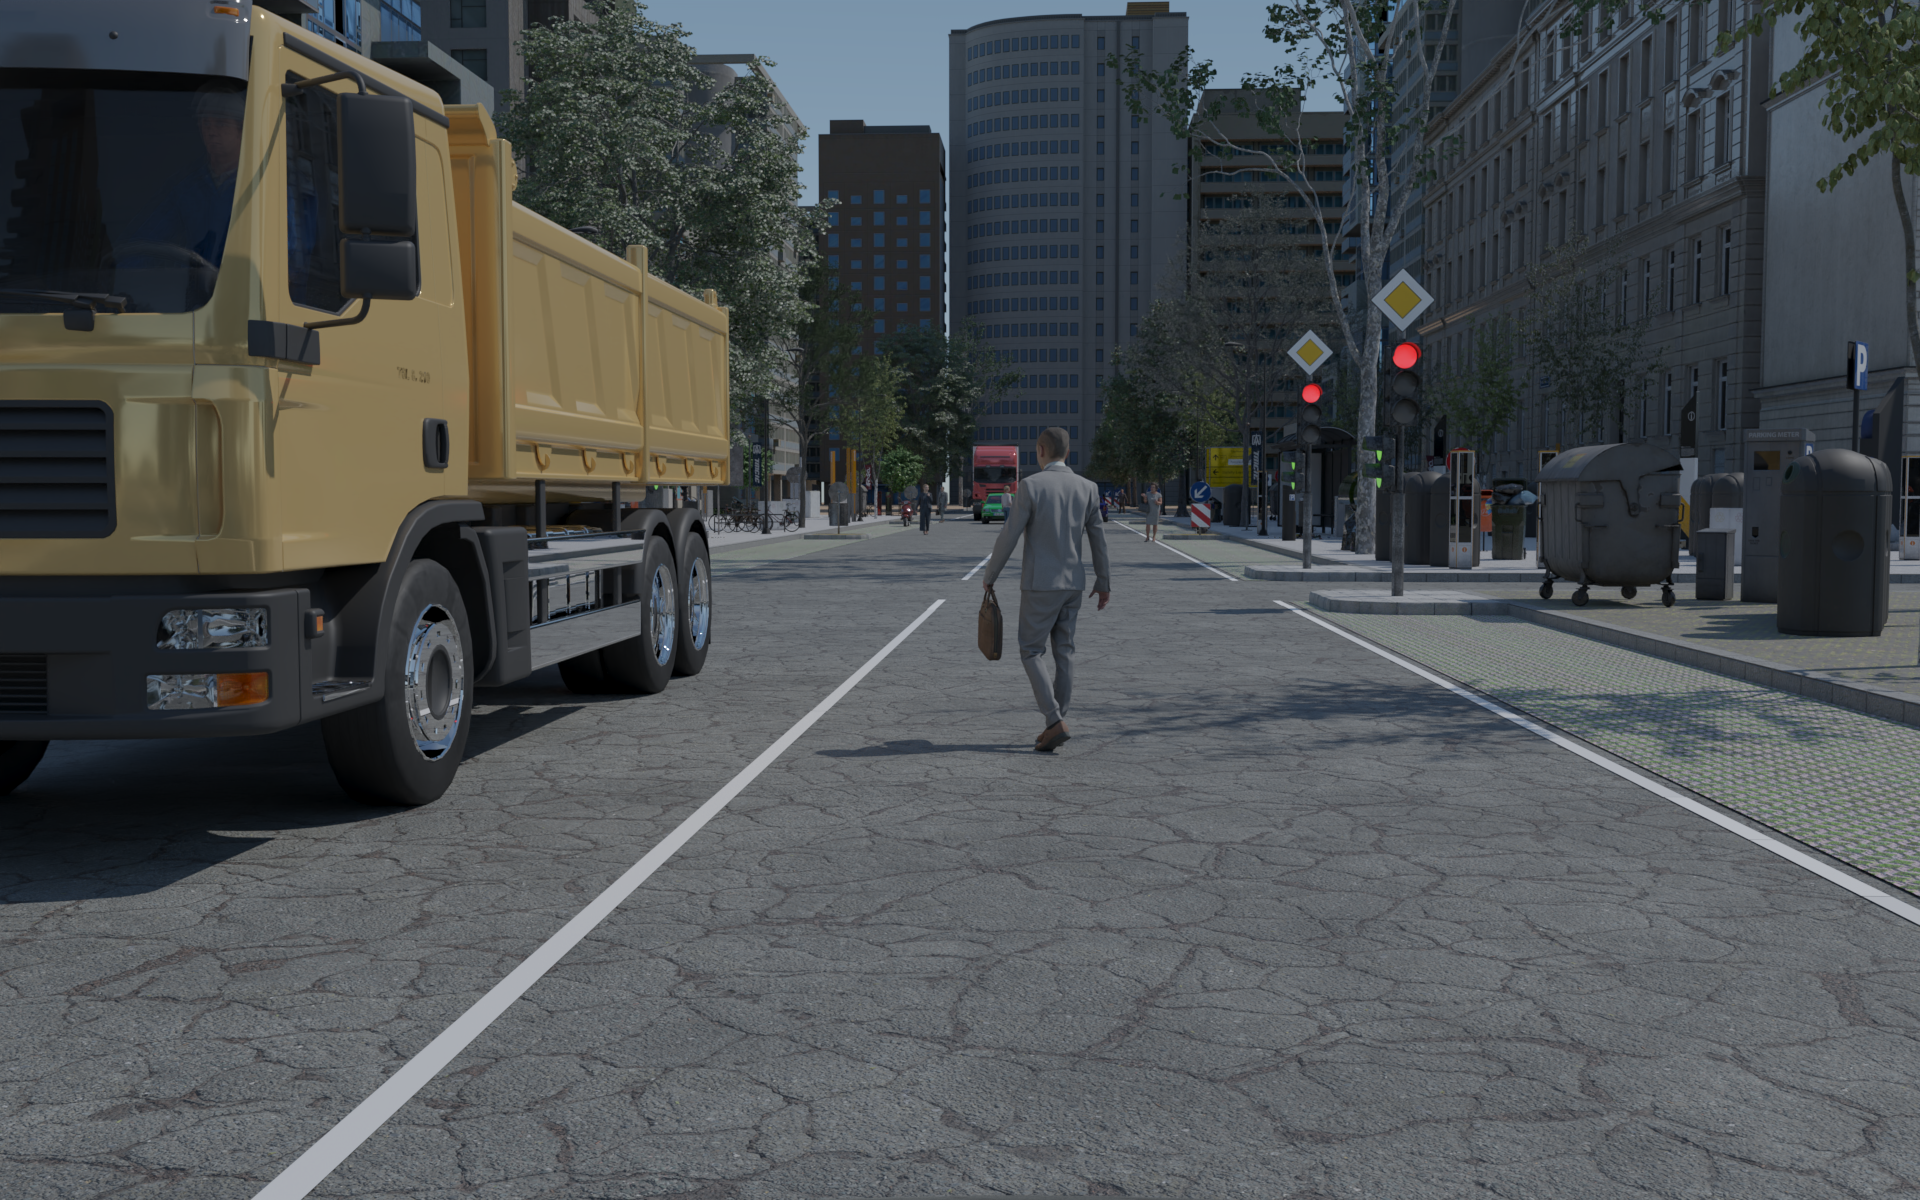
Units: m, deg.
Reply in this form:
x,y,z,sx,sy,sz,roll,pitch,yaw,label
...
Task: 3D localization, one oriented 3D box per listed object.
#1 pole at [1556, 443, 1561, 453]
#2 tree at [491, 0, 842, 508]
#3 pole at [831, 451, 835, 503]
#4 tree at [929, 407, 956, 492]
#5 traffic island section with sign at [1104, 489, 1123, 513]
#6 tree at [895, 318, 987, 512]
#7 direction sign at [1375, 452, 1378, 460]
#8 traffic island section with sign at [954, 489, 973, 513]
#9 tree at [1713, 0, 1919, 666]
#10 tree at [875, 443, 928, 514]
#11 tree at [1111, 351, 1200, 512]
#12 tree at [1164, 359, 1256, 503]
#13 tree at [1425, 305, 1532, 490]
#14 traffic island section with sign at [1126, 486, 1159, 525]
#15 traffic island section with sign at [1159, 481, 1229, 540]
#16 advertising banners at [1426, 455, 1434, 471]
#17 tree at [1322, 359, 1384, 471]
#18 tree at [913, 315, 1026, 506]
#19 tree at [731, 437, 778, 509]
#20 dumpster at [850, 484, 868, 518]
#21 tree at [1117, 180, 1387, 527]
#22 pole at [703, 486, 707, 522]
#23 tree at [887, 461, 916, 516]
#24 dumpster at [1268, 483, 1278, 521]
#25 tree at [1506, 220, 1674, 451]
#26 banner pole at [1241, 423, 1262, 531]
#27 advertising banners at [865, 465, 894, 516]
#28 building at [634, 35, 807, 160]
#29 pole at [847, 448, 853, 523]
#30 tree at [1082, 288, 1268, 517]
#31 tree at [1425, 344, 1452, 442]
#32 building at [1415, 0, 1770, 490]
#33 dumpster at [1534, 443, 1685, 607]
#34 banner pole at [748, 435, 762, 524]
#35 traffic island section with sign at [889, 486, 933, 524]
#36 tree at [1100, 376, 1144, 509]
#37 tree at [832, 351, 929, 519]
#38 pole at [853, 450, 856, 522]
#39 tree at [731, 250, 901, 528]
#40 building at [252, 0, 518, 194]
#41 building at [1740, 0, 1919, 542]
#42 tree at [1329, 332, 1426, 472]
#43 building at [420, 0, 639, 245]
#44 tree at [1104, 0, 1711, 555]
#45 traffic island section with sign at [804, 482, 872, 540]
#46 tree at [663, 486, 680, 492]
x,y,z,sx,sy,sz,roll,pitch,yaw,label
24.089,-4.647,69.823,0.158,3.312,0.155,0,3,0,pole
-7.872,-8.392,43.869,9.857,13.997,8.962,0,3,0,tree
-6.051,-5.420,82.460,0.158,3.312,0.155,0,3,0,pole
-1.770,-11.619,140.325,4.737,8.622,4.395,0,3,0,tree
11.852,-7.514,131.483,1.989,1.847,2.006,0,4,3,traffic island section with sign
-2.699,-13.309,124.258,9.857,13.997,8.962,0,3,0,tree
20.448,-5.723,85.563,0.379,3.537,0.876,-1,4,-11,direction sign
0.605,-7.552,132.101,1.989,1.847,2.006,0,4,3,traffic island section with sign
7.233,-3.796,12.427,4.737,8.622,4.395,0,3,0,tree
-3.750,-7.783,110.961,4.285,4.588,4.351,0,3,0,tree
14.310,-12.385,120.616,7.486,12.596,7.792,0,3,0,tree
12.361,-8.300,86.068,4.737,8.622,4.395,0,3,0,tree
20.543,-7.197,68.038,4.737,8.622,4.395,0,3,0,tree
8.985,-4.468,81.678,1.989,1.847,2.006,0,4,3,traffic island section with sign
7.415,-2.813,54.612,1.989,1.847,2.006,0,4,3,traffic island section with sign
22.019,-5.047,78.711,2.074,3.025,0.090,-1,4,-20,advertising banners
21.321,-8.751,93.446,4.737,8.622,4.395,0,3,0,tree
1.270,-19.887,181.034,12.611,20.169,13.585,0,3,0,tree
-12.190,-7.101,99.820,4.285,4.588,4.351,0,3,0,tree
-5.768,-5.447,94.825,1.264,1.857,1.865,0,4,3,dumpster
11.209,-9.585,67.083,12.009,13.543,11.850,0,3,0,tree
-11.924,-5.326,80.916,0.158,3.312,0.155,0,3,0,pole
-3.576,-6.498,100.842,1.663,3.219,1.824,0,3,0,tree
15.665,-4.776,83.839,1.264,1.857,1.865,0,4,3,dumpster
17.085,-5.937,47.432,4.360,8.622,3.978,0,3,0,tree
10.246,-4.321,60.670,0.401,3.779,0.863,-3,5,-42,banner pole
-4.832,-6.525,102.873,2.074,3.025,0.090,2,4,32,advertising banners
-26.694,-28.187,152.737,23.993,40.220,32.217,0,4,3,building
-4.932,-5.061,76.597,0.158,3.312,0.155,0,3,0,pole
12.428,-11.003,96.914,9.611,12.733,9.660,0,3,0,tree
21.166,-8.055,82.058,4.360,8.622,3.978,0,3,0,tree
32.464,-17.938,90.557,12.463,27.353,25.104,0,4,3,building
7.625,-0.893,20.365,1.264,1.857,1.865,0,4,3,dumpster
-8.726,-5.101,73.419,0.863,3.779,0.401,2,4,29,banner pole
-2.284,-4.494,82.104,1.989,1.847,2.006,0,4,3,traffic island section with sign
15.965,-13.873,152.579,9.928,11.665,9.643,0,3,0,tree
-4.462,-8.515,89.589,4.737,8.622,4.395,0,3,0,tree
-4.888,-5.250,79.678,0.158,3.312,0.155,0,3,0,pole
-5.693,-8.020,65.539,7.601,10.594,8.767,-2,4,-28,tree
-29.206,-45.609,58.378,22.319,86.520,31.000,0,4,3,building
32.875,-11.154,46.995,19.286,19.102,10.561,0,4,3,building
18.422,-7.736,76.846,4.360,8.622,3.978,0,3,0,tree
-25.333,-19.493,90.413,14.160,30.474,14.107,0,4,3,building
9.509,-11.109,37.520,12.611,20.169,13.585,0,3,0,tree
-3.844,-2.838,55.034,1.989,1.847,2.006,0,4,3,traffic island section with sign
-15.132,-6.313,86.931,4.285,4.588,4.351,0,3,0,tree
